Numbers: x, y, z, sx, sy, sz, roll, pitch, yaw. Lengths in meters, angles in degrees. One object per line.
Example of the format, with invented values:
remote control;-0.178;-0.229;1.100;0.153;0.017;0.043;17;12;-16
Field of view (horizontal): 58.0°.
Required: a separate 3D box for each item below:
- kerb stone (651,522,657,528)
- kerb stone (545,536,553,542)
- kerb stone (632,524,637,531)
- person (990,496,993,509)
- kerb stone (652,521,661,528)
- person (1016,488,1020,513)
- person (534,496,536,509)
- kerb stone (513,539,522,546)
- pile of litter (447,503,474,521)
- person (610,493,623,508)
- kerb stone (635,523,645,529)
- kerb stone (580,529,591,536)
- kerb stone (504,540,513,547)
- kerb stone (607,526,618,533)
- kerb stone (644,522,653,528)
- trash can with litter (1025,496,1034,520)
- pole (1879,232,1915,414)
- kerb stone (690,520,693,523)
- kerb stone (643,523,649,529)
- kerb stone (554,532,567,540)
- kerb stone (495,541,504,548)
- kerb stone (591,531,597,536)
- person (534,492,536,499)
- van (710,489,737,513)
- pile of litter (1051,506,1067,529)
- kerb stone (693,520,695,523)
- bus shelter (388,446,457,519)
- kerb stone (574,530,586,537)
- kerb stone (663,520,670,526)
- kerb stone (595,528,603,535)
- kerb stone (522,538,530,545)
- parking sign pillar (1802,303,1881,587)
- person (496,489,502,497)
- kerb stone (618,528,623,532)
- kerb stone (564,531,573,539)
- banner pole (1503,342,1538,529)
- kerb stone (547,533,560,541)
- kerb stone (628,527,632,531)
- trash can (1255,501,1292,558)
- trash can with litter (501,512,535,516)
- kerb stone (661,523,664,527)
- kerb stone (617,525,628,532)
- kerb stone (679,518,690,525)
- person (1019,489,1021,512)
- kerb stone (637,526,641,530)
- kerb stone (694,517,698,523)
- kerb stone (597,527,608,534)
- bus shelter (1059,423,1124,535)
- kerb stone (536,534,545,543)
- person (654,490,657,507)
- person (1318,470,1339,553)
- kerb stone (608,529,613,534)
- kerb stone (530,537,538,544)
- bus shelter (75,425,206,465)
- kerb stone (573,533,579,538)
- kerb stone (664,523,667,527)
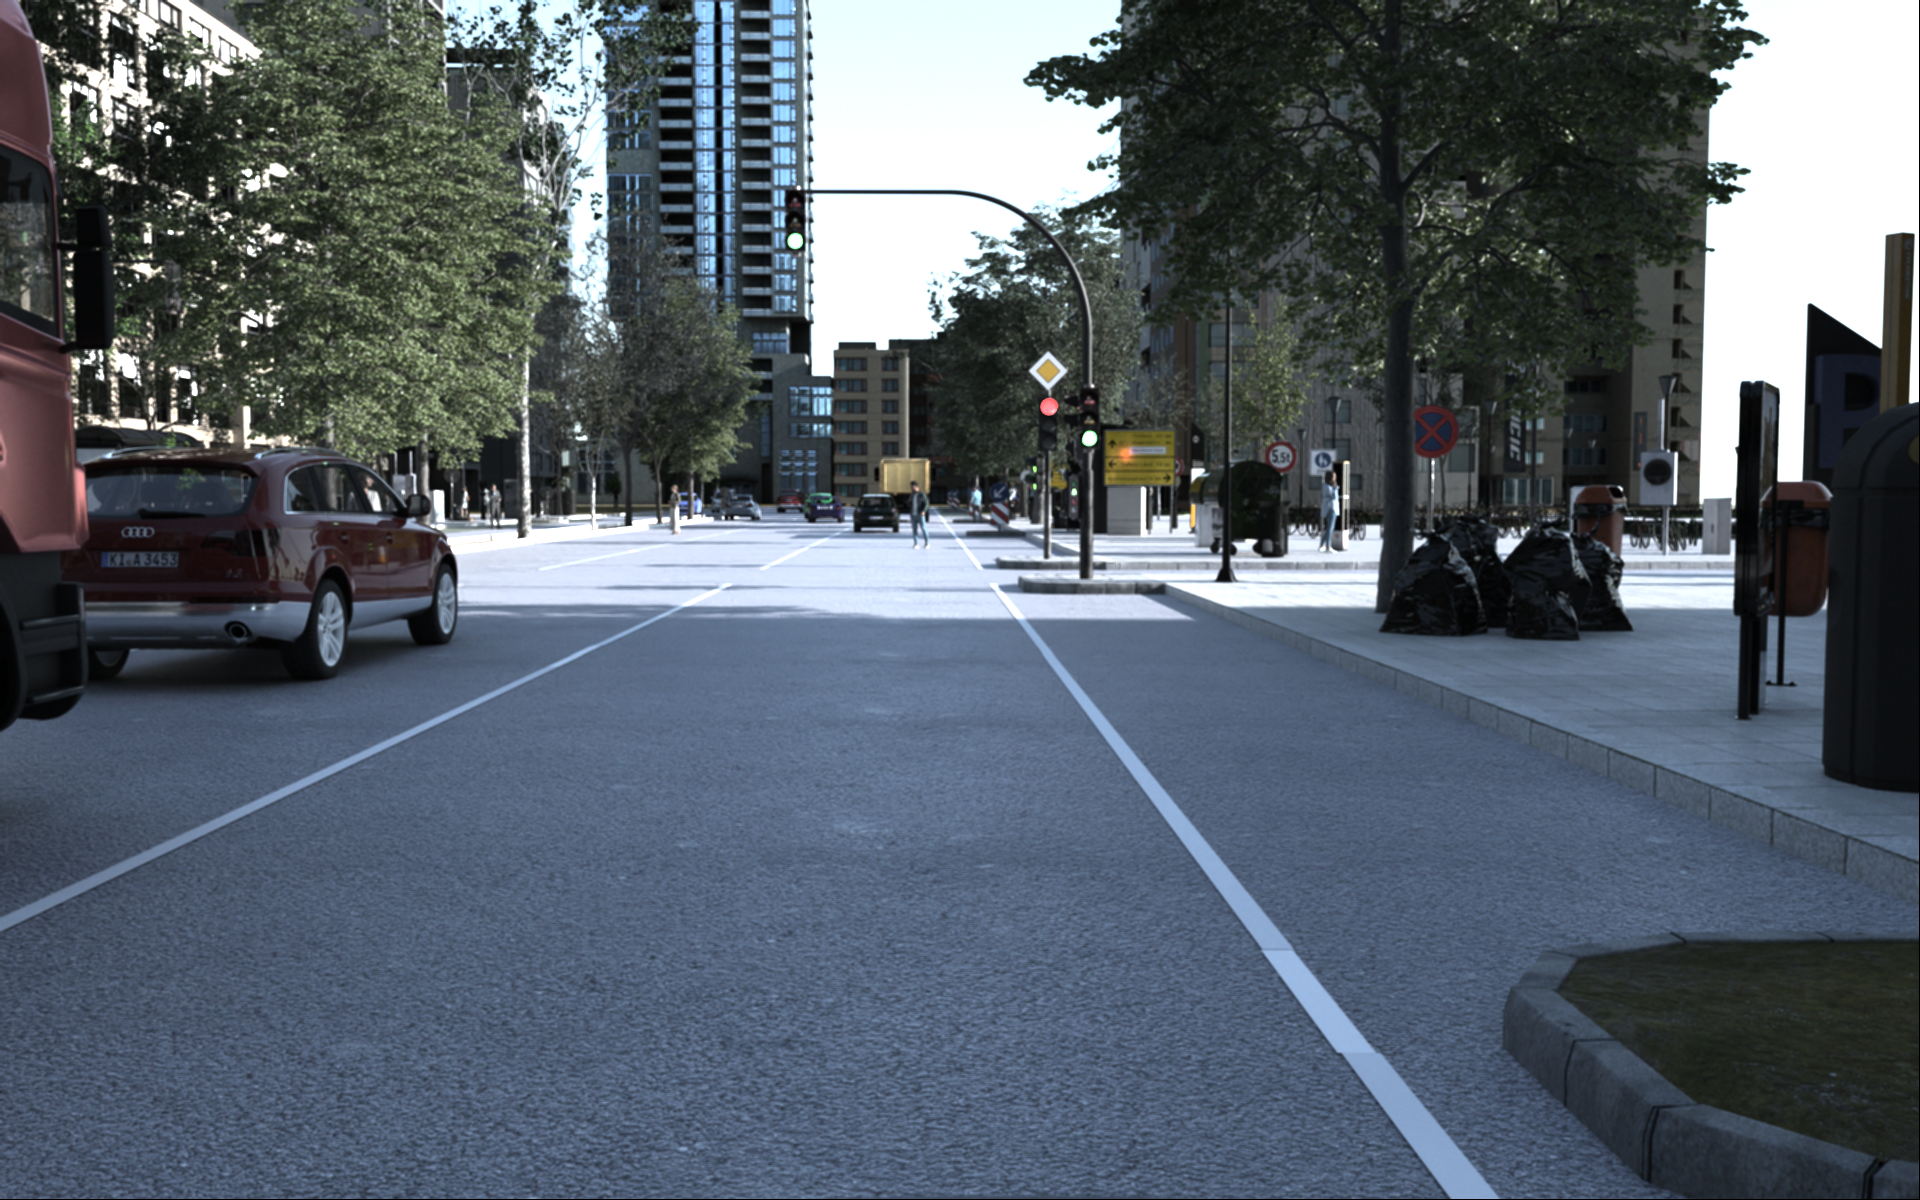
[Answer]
kerb stone;-13.002;-3.098;72.851;0.120;0.150;1.000;0;4;-1
kerb stone;-12.552;-1.844;52.351;0.120;0.150;1.000;0;4;-1
kerb stone;-12.891;-2.784;67.719;0.120;0.150;1.000;0;4;-1
person;2.625;-8.605;146.743;0.705;1.824;1.348;0;4;1
kerb stone;-13.015;-3.161;73.873;0.120;0.150;1.000;0;4;-1
person;3.701;-6.545;113.975;0.541;1.710;0.530;3;5;39
person;-36.820;-8.655;150.778;0.599;1.433;0.991;3;4;37
kerb stone;-12.461;-1.593;48.248;0.120;0.150;1.000;0;4;-1
pile of litter;-23.728;-4.178;82.279;1.176;0.858;1.719;-2;4;-26
person;-32.660;-9.689;164.463;1.348;1.822;0.705;-1;4;-18
kerb stone;-12.937;-2.906;69.771;0.120;0.150;1.000;0;4;-1
kerb stone;-12.691;-2.220;58.502;0.120;0.150;1.000;0;4;-1
kerb stone;-12.444;-1.531;47.226;0.120;0.150;1.000;0;4;-1
kerb stone;-12.808;-2.530;63.630;0.120;0.150;1.000;0;4;-1
kerb stone;-12.981;-3.035;71.815;0.120;0.150;1.000;0;4;-1
trash can with litter;3.685;-4.518;85.253;0.624;1.170;1.055;2;4;27
pole;7.352;-1.211;13.645;0.158;3.312;0.155;0;3;0
kerb stone;-13.241;-3.782;84.141;0.120;0.150;1.000;0;4;-1
kerb stone;-12.953;-2.972;70.792;0.120;0.150;1.000;0;4;-1
kerb stone;-12.594;-1.970;54.402;0.120;0.150;1.000;0;4;-1
kerb stone;-12.418;-1.467;46.204;0.120;0.150;1.000;0;4;-1
kerb stone;-12.713;-2.280;59.525;0.120;0.150;1.000;0;4;-1
person;-28.639;-6.662;118.160;0.799;1.438;0.628;-3;5;-39
van;-18.031;-7.687;132.685;2.013;2.044;4.112;0;4;-1
pile of litter;3.778;-3.087;64.440;1.176;0.858;1.719;-2;4;-32
kerb stone;-13.270;-3.850;85.166;0.120;0.150;1.000;0;4;-1
bus shelter;-26.815;-5.830;86.603;1.731;3.624;6.357;0;4;-1
kerb stone;-12.662;-2.155;57.472;0.120;0.150;1.000;0;4;-1
kerb stone;-13.081;-3.349;76.958;0.120;0.150;1.000;0;4;-1
kerb stone;-12.733;-2.338;60.547;0.120;0.150;1.000;0;4;-1
kerb stone;-12.487;-1.656;49.270;0.120;0.150;1.000;0;4;-1
parking sign pillar;12.589;-2.192;24.320;1.447;3.967;1.447;0;4;7
person;-40.872;-8.919;152.648;1.217;1.735;0.721;1;4;16
kerb stone;-12.816;-2.597;64.652;0.120;0.150;1.000;0;4;-1
kerb stone;-12.623;-2.029;55.424;0.120;0.150;1.000;0;4;-1
banner pole;8.118;-2.139;24.990;0.401;3.779;0.863;-2;4;-23
kerb stone;-12.573;-1.904;53.380;0.120;0.150;1.000;0;4;-1
kerb stone;-12.870;-2.722;66.697;0.120;0.150;1.000;0;4;-1
trash can;6.351;-1.437;35.146;0.748;1.137;0.748;0;3;0
trash can with litter;-26.132;-5.556;101.899;2.233;1.210;1.678;-1;4;-19
kerb stone;-13.042;-3.216;74.909;0.120;0.150;1.000;0;4;-1
kerb stone;-12.846;-2.659;65.674;0.120;0.150;1.000;0;4;-1
kerb stone;-13.223;-3.726;83.107;0.120;0.150;1.000;0;4;-1
person;4.222;-6.933;119.957;0.990;1.755;0.434;0;4;-8
kerb stone;-12.908;-2.847;68.741;0.120;0.150;1.000;0;4;-1
kerb stone;-13.294;-3.914;86.193;0.120;0.150;1.000;0;4;-1
kerb stone;-12.757;-2.408;61.569;0.120;0.150;1.000;0;4;-1
bus shelter;4.343;-4.077;57.942;1.731;3.624;6.357;0;4;-1
kerb stone;-12.531;-1.782;51.329;0.120;0.150;1.000;0;4;-1
person;-29.812;-9.969;169.832;0.742;1.727;0.445;2;4;25
person;8.018;-1.919;37.676;0.793;1.790;0.793;-1;4;-22
kerb stone;-12.775;-2.466;62.594;0.120;0.150;1.000;0;4;-1
kerb stone;-12.507;-1.715;50.304;0.120;0.150;1.000;0;4;-1
bus shelter;-25.402;-3.644;53.498;2.014;3.302;5.546;0;4;-1
kerb stone;-12.646;-2.095;56.450;0.120;0.150;1.000;0;4;-1
kerb stone;-13.069;-3.287;75.934;0.120;0.150;1.000;0;4;-1
